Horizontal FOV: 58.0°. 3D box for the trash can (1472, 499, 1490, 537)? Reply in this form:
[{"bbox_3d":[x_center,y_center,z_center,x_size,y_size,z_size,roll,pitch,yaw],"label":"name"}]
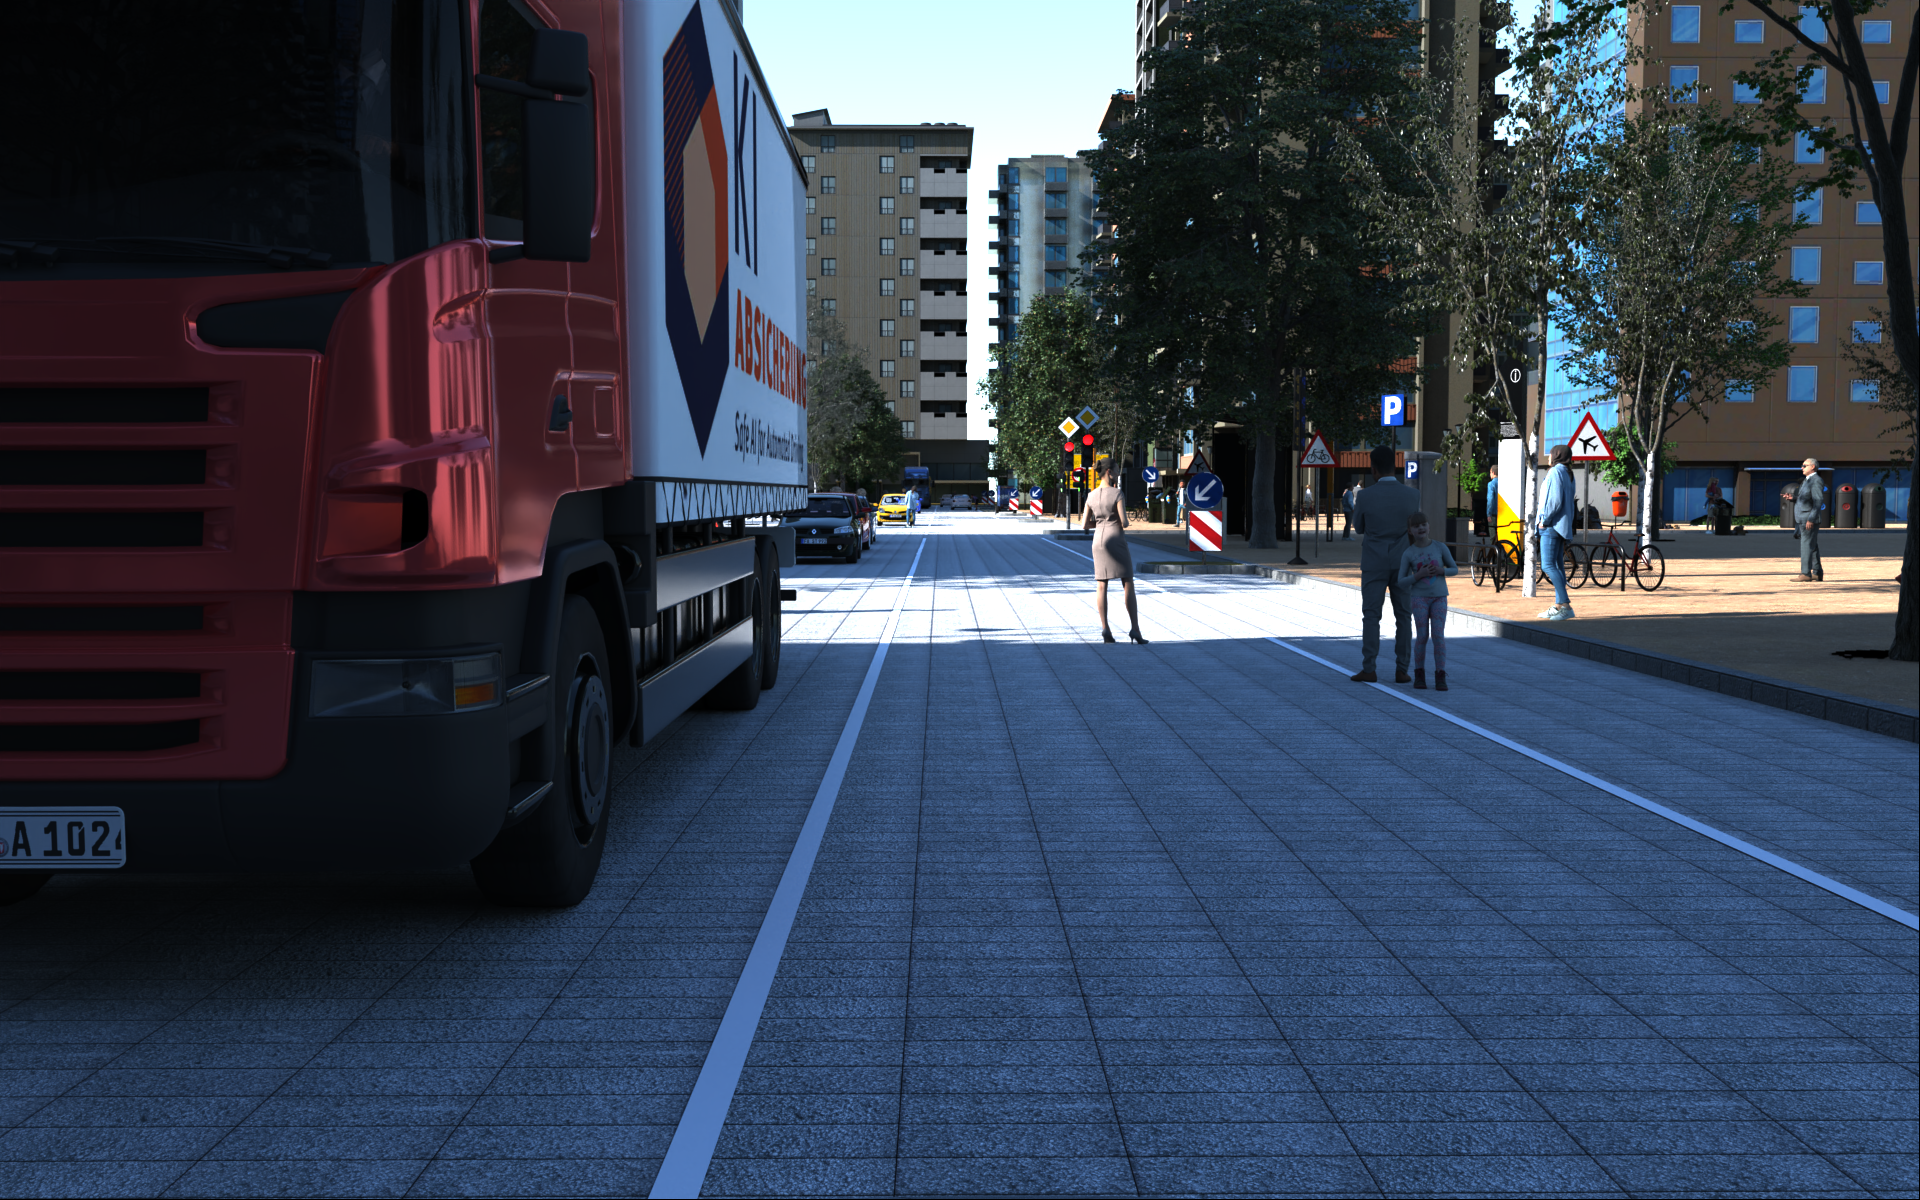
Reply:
[{"bbox_3d":[15.729,-2.464,51.946,0.748,1.137,0.748,0,3,0],"label":"trash can"}]

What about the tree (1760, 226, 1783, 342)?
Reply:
[{"bbox_3d":[12.797,-4.987,31.901,4.360,8.622,3.978,0,3,0],"label":"tree"}]

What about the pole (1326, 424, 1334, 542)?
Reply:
[{"bbox_3d":[9.958,-3.224,46.549,0.158,3.312,0.155,0,3,0],"label":"pole"}]

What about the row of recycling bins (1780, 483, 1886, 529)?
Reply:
[{"bbox_3d":[32.724,-3.539,64.969,3.534,1.692,1.069,1,4,19],"label":"row of recycling bins"}]

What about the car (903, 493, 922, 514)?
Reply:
[{"bbox_3d":[-3.740,-7.235,127.883,1.945,1.707,3.694,0,4,-2],"label":"car"}]

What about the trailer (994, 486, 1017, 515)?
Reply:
[{"bbox_3d":[3.096,-6.835,118.803,1.471,1.999,3.904,0,4,-2],"label":"trailer"}]

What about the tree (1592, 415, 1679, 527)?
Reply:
[{"bbox_3d":[26.710,-5.221,69.085,4.285,4.588,4.351,0,3,0],"label":"tree"}]

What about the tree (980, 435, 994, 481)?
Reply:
[{"bbox_3d":[4.514,-16.036,212.555,4.737,8.622,4.395,0,3,0],"label":"tree"}]

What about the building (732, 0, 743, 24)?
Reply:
[{"bbox_3d":[-30.841,-37.227,150.655,21.231,58.520,28.212,0,4,-1],"label":"building"}]

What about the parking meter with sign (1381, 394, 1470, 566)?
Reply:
[{"bbox_3d":[8.316,-2.114,30.818,1.738,3.016,0.543,-2,4,-30],"label":"parking meter with sign"}]

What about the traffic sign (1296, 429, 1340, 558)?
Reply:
[{"bbox_3d":[7.195,-2.132,34.859,0.884,2.594,0.081,0,4,3],"label":"traffic sign"}]

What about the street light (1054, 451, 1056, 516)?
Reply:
[{"bbox_3d":[5.604,-7.902,101.979,0.468,5.910,1.993,0,4,-1],"label":"street light"}]

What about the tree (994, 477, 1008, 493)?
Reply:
[{"bbox_3d":[4.573,-12.274,195.275,1.663,3.219,1.824,0,3,0],"label":"tree"}]

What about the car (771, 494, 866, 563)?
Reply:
[{"bbox_3d":[-3.007,-1.667,37.036,2.009,1.686,4.222,0,4,-2],"label":"car"}]

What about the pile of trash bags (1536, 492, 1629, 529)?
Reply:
[{"bbox_3d":[22.836,-3.281,63.396,3.447,1.369,1.912,-1,4,-9],"label":"pile of trash bags"}]

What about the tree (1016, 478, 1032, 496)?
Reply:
[{"bbox_3d":[5.973,-9.914,156.695,1.663,3.219,1.824,0,3,0],"label":"tree"}]

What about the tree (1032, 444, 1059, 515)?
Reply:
[{"bbox_3d":[5.613,-7.482,106.052,4.285,4.588,4.351,0,3,0],"label":"tree"}]

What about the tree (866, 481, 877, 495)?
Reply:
[{"bbox_3d":[-10.521,-12.827,204.327,1.663,3.219,1.824,0,3,0],"label":"tree"}]

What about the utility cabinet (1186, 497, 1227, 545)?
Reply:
[{"bbox_3d":[6.219,-1.992,43.726,1.020,1.237,0.306,3,4,36],"label":"utility cabinet"}]

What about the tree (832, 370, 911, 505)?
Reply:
[{"bbox_3d":[-9.081,-14.612,157.036,7.486,12.596,7.792,0,3,0],"label":"tree"}]

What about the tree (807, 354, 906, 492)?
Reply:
[{"bbox_3d":[-9.333,-13.503,137.783,9.611,12.733,9.660,0,3,0],"label":"tree"}]

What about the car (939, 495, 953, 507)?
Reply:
[{"bbox_3d":[-1.278,-11.035,192.777,2.083,1.381,4.827,0,4,-2],"label":"car"}]

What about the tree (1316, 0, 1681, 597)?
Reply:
[{"bbox_3d":[6.919,-4.350,21.493,4.360,8.622,3.978,0,3,0],"label":"tree"}]

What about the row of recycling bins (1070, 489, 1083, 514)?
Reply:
[{"bbox_3d":[7.686,-6.582,114.725,1.069,1.692,3.534,0,4,2],"label":"row of recycling bins"}]

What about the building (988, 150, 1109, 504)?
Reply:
[{"bbox_3d":[19.131,-38.175,243.766,30.456,49.044,23.786,0,4,-1],"label":"building"}]

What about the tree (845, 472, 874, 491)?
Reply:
[{"bbox_3d":[-10.334,-11.870,177.794,4.285,4.588,4.351,0,3,0],"label":"tree"}]

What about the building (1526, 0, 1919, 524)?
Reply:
[{"bbox_3d":[35.743,-26.264,79.532,14.200,45.320,14.600,0,4,-1],"label":"building"}]

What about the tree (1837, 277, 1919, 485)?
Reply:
[{"bbox_3d":[26.707,-5.942,47.508,4.360,8.622,3.978,0,3,0],"label":"tree"}]

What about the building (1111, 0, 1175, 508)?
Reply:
[{"bbox_3d":[25.577,-44.319,162.865,20.563,71.187,20.611,0,4,-1],"label":"building"}]

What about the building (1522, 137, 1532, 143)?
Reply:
[{"bbox_3d":[70.362,-31.368,196.463,14.086,41.232,14.154,0,4,-1],"label":"building"}]

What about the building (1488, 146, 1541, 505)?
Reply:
[{"bbox_3d":[50.858,-30.326,187.704,23.993,40.220,32.217,0,4,-1],"label":"building"}]

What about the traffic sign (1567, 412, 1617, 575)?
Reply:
[{"bbox_3d":[9.919,-1.678,27.434,0.884,2.594,0.081,0,4,7],"label":"traffic sign"}]

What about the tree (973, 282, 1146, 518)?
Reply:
[{"bbox_3d":[5.552,-10.845,94.321,9.611,12.733,9.660,0,3,0],"label":"tree"}]

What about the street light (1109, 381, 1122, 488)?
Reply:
[{"bbox_3d":[5.971,-5.707,66.091,0.468,5.910,1.993,0,4,-1],"label":"street light"}]

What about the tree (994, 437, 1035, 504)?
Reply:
[{"bbox_3d":[5.869,-11.706,141.757,4.737,8.622,4.395,0,3,0],"label":"tree"}]

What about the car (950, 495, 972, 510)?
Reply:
[{"bbox_3d":[0.110,-8.919,158.179,2.083,1.381,4.827,0,4,-2],"label":"car"}]

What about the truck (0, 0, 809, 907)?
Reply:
[{"bbox_3d":[-2.487,-1.253,9.393,2.839,4.237,11.283,0,4,0],"label":"truck"}]

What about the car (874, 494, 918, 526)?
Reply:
[{"bbox_3d":[-2.921,-4.212,79.089,2.015,1.641,3.980,0,4,-1],"label":"car"}]

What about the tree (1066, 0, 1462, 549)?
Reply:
[{"bbox_3d":[7.279,-8.196,40.656,9.857,13.997,8.962,0,3,0],"label":"tree"}]

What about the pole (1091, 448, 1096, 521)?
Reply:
[{"bbox_3d":[5.936,-5.084,76.967,0.158,3.312,0.155,0,3,0],"label":"pole"}]

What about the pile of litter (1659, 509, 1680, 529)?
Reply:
[{"bbox_3d":[25.751,-3.032,63.535,1.176,0.858,1.719,1,4,11],"label":"pile of litter"}]

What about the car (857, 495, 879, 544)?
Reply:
[{"bbox_3d":[-3.382,-2.384,50.979,2.014,1.417,4.499,0,4,-1],"label":"car"}]

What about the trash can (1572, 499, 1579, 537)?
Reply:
[{"bbox_3d":[18.246,-2.476,52.129,0.748,1.137,0.748,0,3,0],"label":"trash can"}]

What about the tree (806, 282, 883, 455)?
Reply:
[{"bbox_3d":[-9.486,-11.601,100.041,12.009,13.543,11.850,0,3,0],"label":"tree"}]

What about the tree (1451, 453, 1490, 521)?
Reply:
[{"bbox_3d":[24.112,-5.306,81.360,1.663,3.219,1.824,0,3,0],"label":"tree"}]

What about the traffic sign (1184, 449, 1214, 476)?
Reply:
[{"bbox_3d":[6.876,-3.051,49.893,0.884,2.594,0.081,0,3,0],"label":"traffic sign"}]

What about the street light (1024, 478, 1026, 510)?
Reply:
[{"bbox_3d":[5.156,-10.078,137.566,0.468,5.910,1.993,0,4,-1],"label":"street light"}]

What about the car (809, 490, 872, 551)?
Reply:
[{"bbox_3d":[-3.235,-2.087,43.157,2.155,1.783,4.494,0,4,1],"label":"car"}]

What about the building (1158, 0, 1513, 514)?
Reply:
[{"bbox_3d":[25.718,-28.658,123.186,22.147,44.769,28.867,0,4,-1],"label":"building"}]

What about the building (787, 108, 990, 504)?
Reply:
[{"bbox_3d":[-9.862,-40.119,245.190,27.495,52.752,28.713,0,4,-1],"label":"building"}]

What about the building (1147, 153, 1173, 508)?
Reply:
[{"bbox_3d":[22.597,-22.863,145.511,14.160,30.474,14.107,0,4,-1],"label":"building"}]

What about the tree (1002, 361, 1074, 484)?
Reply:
[{"bbox_3d":[6.788,-12.978,130.315,7.486,12.596,7.792,0,3,0],"label":"tree"}]

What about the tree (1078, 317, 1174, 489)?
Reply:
[{"bbox_3d":[6.693,-7.389,71.173,4.360,8.622,3.978,0,3,0],"label":"tree"}]

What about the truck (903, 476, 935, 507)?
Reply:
[{"bbox_3d":[-4.478,-11.884,190.232,3.469,3.379,9.791,0,4,0],"label":"truck"}]

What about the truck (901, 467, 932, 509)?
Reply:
[{"bbox_3d":[-4.471,-11.370,175.661,2.967,4.110,18.799,0,4,-2],"label":"truck"}]

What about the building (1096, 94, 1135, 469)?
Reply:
[{"bbox_3d":[26.351,-32.645,188.374,22.147,44.769,28.867,0,4,-1],"label":"building"}]

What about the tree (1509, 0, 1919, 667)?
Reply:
[{"bbox_3d":[7.299,-5.332,12.927,9.928,11.665,9.643,0,3,0],"label":"tree"}]

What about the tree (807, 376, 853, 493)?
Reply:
[{"bbox_3d":[-8.850,-9.691,108.804,4.360,8.622,3.978,0,3,0],"label":"tree"}]
